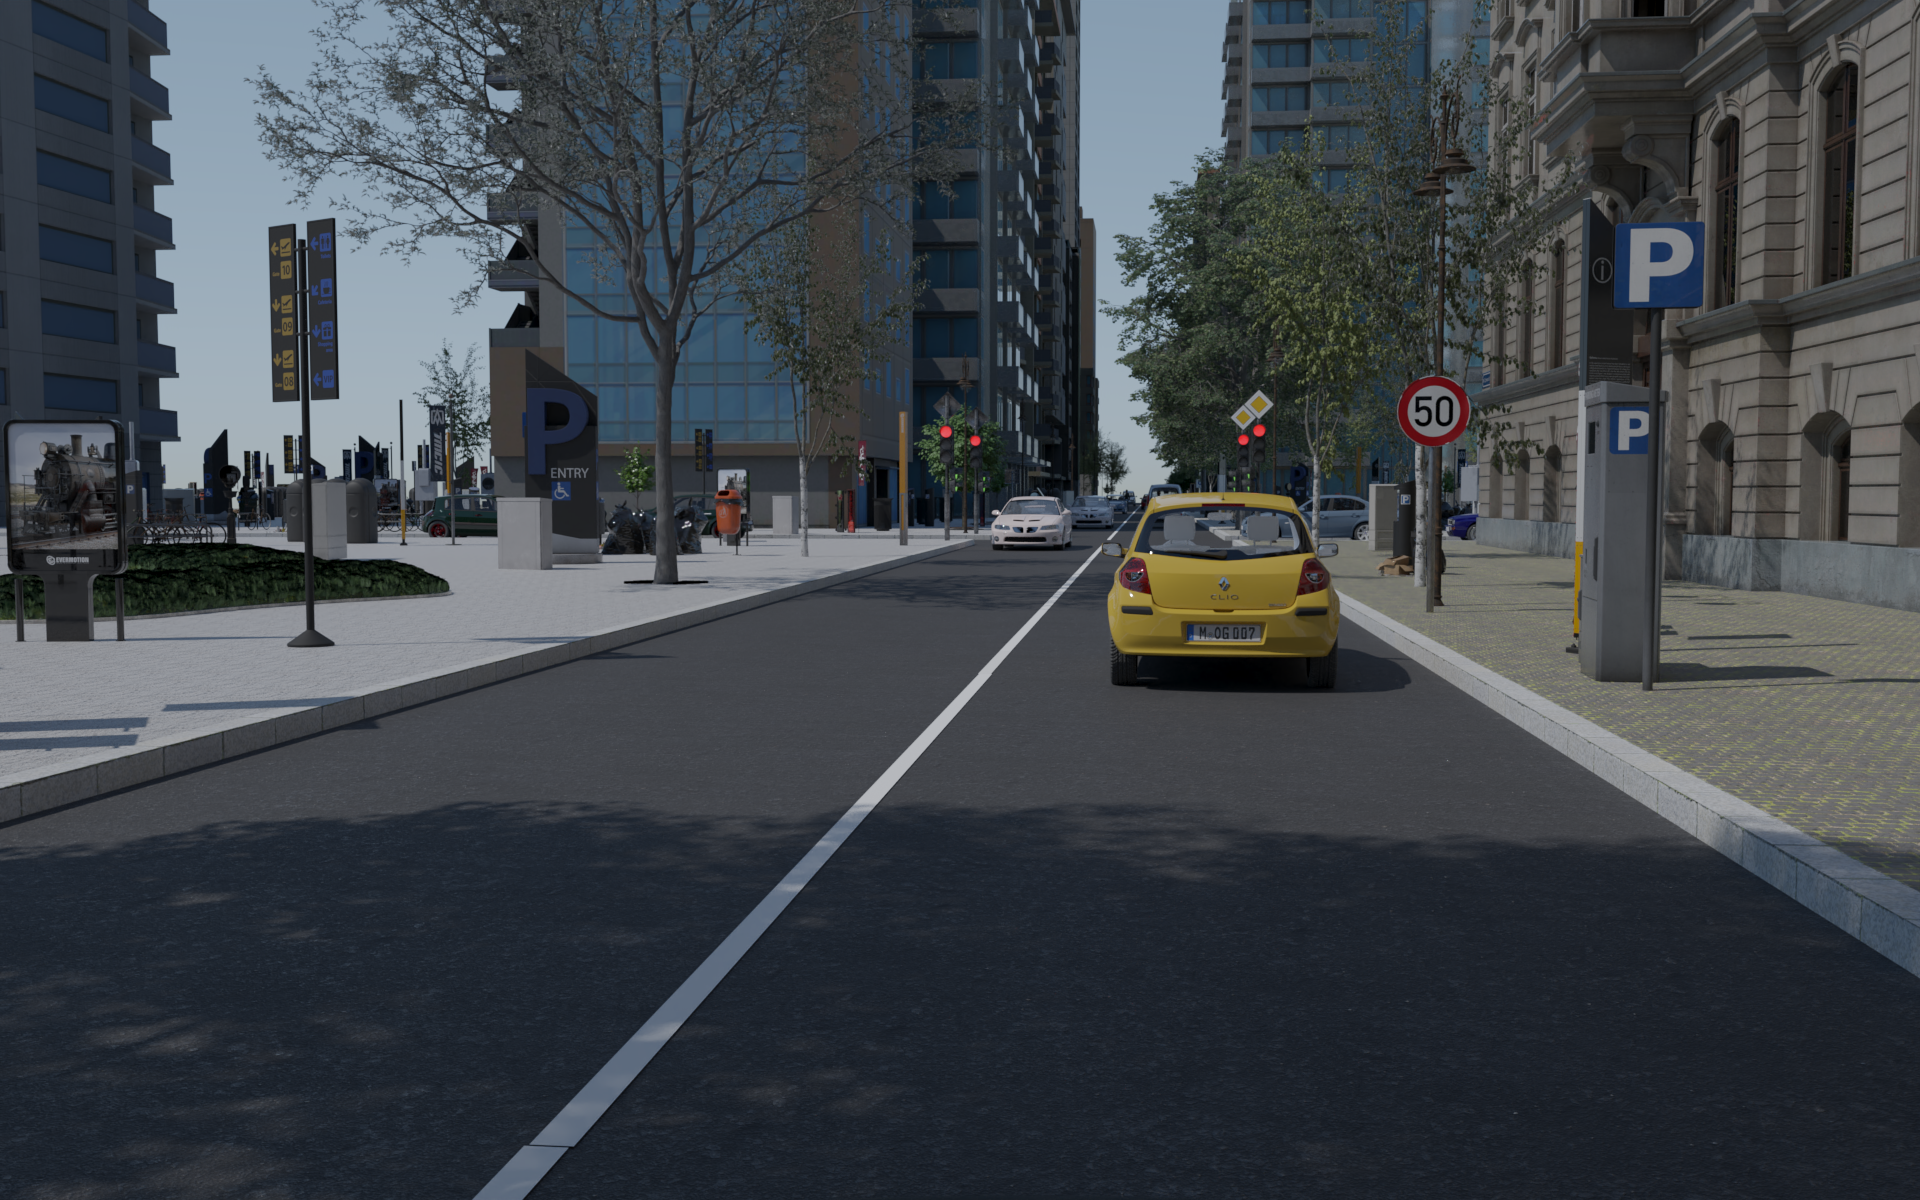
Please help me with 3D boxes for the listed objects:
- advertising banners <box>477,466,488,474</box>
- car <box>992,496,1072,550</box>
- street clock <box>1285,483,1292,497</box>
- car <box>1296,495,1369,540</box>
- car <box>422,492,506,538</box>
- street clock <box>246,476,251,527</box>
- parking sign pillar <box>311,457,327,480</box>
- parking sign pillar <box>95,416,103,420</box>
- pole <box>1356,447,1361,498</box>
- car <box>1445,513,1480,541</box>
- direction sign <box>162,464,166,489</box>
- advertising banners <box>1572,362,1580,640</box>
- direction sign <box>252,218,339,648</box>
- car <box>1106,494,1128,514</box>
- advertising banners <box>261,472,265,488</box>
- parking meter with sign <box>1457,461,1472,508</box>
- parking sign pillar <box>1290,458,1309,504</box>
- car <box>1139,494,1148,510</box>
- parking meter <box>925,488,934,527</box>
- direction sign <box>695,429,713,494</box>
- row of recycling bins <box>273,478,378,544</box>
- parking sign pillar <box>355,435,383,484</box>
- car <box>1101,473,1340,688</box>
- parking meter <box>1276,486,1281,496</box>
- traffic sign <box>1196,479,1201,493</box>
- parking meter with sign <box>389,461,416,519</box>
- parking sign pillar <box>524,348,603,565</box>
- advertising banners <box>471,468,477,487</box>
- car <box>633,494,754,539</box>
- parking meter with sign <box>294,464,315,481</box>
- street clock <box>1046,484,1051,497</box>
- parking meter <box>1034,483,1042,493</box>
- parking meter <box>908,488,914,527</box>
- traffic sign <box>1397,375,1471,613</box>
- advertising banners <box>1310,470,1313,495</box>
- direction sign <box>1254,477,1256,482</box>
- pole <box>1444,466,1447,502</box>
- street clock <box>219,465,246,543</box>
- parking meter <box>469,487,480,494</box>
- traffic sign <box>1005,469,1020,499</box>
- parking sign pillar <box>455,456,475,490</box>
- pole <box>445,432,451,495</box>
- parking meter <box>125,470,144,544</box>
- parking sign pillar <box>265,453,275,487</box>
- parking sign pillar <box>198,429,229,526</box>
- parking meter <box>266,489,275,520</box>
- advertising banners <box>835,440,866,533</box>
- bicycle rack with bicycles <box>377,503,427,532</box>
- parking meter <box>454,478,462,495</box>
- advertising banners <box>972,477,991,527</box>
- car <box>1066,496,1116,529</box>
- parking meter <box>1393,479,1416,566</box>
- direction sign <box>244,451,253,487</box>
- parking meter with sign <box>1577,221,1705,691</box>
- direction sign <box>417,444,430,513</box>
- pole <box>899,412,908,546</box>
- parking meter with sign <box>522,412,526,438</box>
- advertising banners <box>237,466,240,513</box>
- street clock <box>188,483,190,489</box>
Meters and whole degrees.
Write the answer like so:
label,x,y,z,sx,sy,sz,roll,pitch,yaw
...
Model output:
label,x,y,z,sx,sy,sz,roll,pitch,yaw
advertising banners,-28.832,-6.815,107.617,2.074,3.025,0.090,1,4,9
car,1.940,-2.039,45.698,2.083,1.381,4.827,0,4,8
street clock,21.507,-6.668,113.587,0.358,2.002,0.471,3,5,45
car,10.514,-2.369,50.741,4.499,1.417,2.014,0,4,7
car,-14.145,-2.607,52.415,4.222,1.686,2.009,0,4,5
street clock,-28.042,-3.885,68.087,0.358,2.002,0.471,-2,4,-31
parking sign pillar,-42.878,-7.767,115.456,1.447,3.967,1.447,-3,5,-39
parking sign pillar,-30.183,-4.389,60.231,1.447,3.967,1.447,1,4,22
pole,17.128,-4.932,74.475,0.158,3.312,0.155,0,3,0
car,15.964,-2.267,49.640,3.894,1.354,1.945,1,4,8
direction sign,-60.628,-8.548,131.760,0.876,3.537,0.379,3,4,38
advertising banners,5.596,-1.189,15.623,0.090,3.025,2.074,1,4,20
direction sign,-5.484,-1.378,14.526,0.876,3.537,0.379,2,4,34
car,11.196,-6.943,125.526,2.014,1.417,4.499,0,4,8
advertising banners,-53.720,-8.454,134.415,2.074,3.025,0.090,3,5,42
parking meter with sign,26.975,-5.885,92.486,0.543,3.016,1.738,2,4,27
parking sign pillar,23.717,-8.107,121.018,1.447,3.967,1.447,3,5,39
car,17.635,-9.225,159.873,2.155,1.783,4.494,0,4,7
parking meter,-1.206,-3.672,68.450,0.372,1.533,0.369,0,3,0
direction sign,-8.905,-4.176,60.281,0.379,3.537,0.876,2,4,34
row of recycling bins,-16.633,-2.364,45.762,3.534,1.692,1.069,3,4,39
parking sign pillar,-26.968,-5.540,79.059,1.447,3.967,1.447,2,4,23
car,2.148,-0.251,14.320,2.015,1.641,3.980,0,4,8
parking meter,21.403,-6.781,116.579,0.399,1.863,0.255,-1,4,-13
traffic sign,16.456,-7.121,118.552,0.606,2.300,0.079,0,4,7
parking meter with sign,-29.443,-5.785,90.849,1.738,3.016,0.543,0,4,-2
parking sign pillar,-7.372,-2.666,32.060,1.447,3.967,1.447,0,4,-5
advertising banners,-33.372,-7.346,116.294,2.074,3.025,0.090,-1,4,-12
car,-8.483,-2.677,53.550,4.222,1.686,2.009,0,4,8
parking meter with sign,-38.314,-6.407,101.015,1.738,3.016,0.543,3,4,36
street clock,6.321,-7.268,123.409,0.358,2.002,0.471,1,4,16
parking meter,4.162,-5.336,92.951,0.399,1.863,0.255,2,4,28
parking meter,-1.994,-3.681,68.598,0.372,1.533,0.369,0,3,0
traffic sign,5.092,-1.136,18.687,0.768,2.556,0.104,1,4,9
advertising banners,25.295,-7.808,123.848,0.090,3.025,2.074,0,4,-3
direction sign,19.858,-7.740,118.552,0.876,3.537,0.379,3,5,41
pole,34.765,-7.963,124.032,0.158,3.312,0.155,0,3,0
street clock,-18.030,-2.340,42.823,0.471,2.002,0.358,0,4,-8
parking meter,-17.062,-3.209,60.877,0.372,1.533,0.369,0,3,0
traffic sign,2.113,-4.164,70.219,0.606,2.300,0.079,1,4,10
parking sign pillar,-34.605,-8.117,121.184,1.447,3.967,1.447,-1,4,-8
pole,-16.808,-3.869,57.098,0.158,3.312,0.155,0,3,0
parking meter,-20.371,-2.261,42.673,0.399,1.863,0.255,0,4,8
parking sign pillar,-45.273,-7.652,113.575,1.447,3.967,1.447,-2,4,-26
parking sign pillar,-30.554,-5.056,71.134,1.447,3.967,1.447,0,4,5
parking meter,-33.836,-4.683,84.975,0.372,1.533,0.369,0,3,0
advertising banners,-3.593,-3.722,57.048,0.090,3.025,2.074,-2,4,-32
bicycle rack with bicycles,-19.324,-2.796,59.091,2.925,0.926,2.852,0,4,5
parking meter,-17.992,-3.432,61.830,0.399,1.863,0.255,-3,5,-42
advertising banners,0.877,-4.401,68.145,0.090,3.025,2.074,-1,4,-20
car,5.521,-3.705,72.931,2.083,1.381,4.827,0,4,7
parking meter,7.685,-1.317,29.952,0.372,1.533,0.369,0,3,0
direction sign,-36.955,-6.026,90.520,0.379,3.537,0.876,3,5,43
parking meter with sign,4.635,-0.965,12.033,0.543,3.016,1.738,1,4,10
direction sign,-24.552,-5.342,79.331,0.876,3.537,0.379,3,4,38
pole,-1.401,-3.009,43.044,0.158,3.312,0.155,0,3,0
parking meter with sign,-8.847,-2.437,36.098,0.543,3.016,1.738,-1,4,-13
advertising banners,-45.038,-6.855,108.264,0.090,3.025,2.074,-1,4,-15
street clock,-51.441,-6.801,115.759,0.358,2.002,0.471,-2,4,-26
